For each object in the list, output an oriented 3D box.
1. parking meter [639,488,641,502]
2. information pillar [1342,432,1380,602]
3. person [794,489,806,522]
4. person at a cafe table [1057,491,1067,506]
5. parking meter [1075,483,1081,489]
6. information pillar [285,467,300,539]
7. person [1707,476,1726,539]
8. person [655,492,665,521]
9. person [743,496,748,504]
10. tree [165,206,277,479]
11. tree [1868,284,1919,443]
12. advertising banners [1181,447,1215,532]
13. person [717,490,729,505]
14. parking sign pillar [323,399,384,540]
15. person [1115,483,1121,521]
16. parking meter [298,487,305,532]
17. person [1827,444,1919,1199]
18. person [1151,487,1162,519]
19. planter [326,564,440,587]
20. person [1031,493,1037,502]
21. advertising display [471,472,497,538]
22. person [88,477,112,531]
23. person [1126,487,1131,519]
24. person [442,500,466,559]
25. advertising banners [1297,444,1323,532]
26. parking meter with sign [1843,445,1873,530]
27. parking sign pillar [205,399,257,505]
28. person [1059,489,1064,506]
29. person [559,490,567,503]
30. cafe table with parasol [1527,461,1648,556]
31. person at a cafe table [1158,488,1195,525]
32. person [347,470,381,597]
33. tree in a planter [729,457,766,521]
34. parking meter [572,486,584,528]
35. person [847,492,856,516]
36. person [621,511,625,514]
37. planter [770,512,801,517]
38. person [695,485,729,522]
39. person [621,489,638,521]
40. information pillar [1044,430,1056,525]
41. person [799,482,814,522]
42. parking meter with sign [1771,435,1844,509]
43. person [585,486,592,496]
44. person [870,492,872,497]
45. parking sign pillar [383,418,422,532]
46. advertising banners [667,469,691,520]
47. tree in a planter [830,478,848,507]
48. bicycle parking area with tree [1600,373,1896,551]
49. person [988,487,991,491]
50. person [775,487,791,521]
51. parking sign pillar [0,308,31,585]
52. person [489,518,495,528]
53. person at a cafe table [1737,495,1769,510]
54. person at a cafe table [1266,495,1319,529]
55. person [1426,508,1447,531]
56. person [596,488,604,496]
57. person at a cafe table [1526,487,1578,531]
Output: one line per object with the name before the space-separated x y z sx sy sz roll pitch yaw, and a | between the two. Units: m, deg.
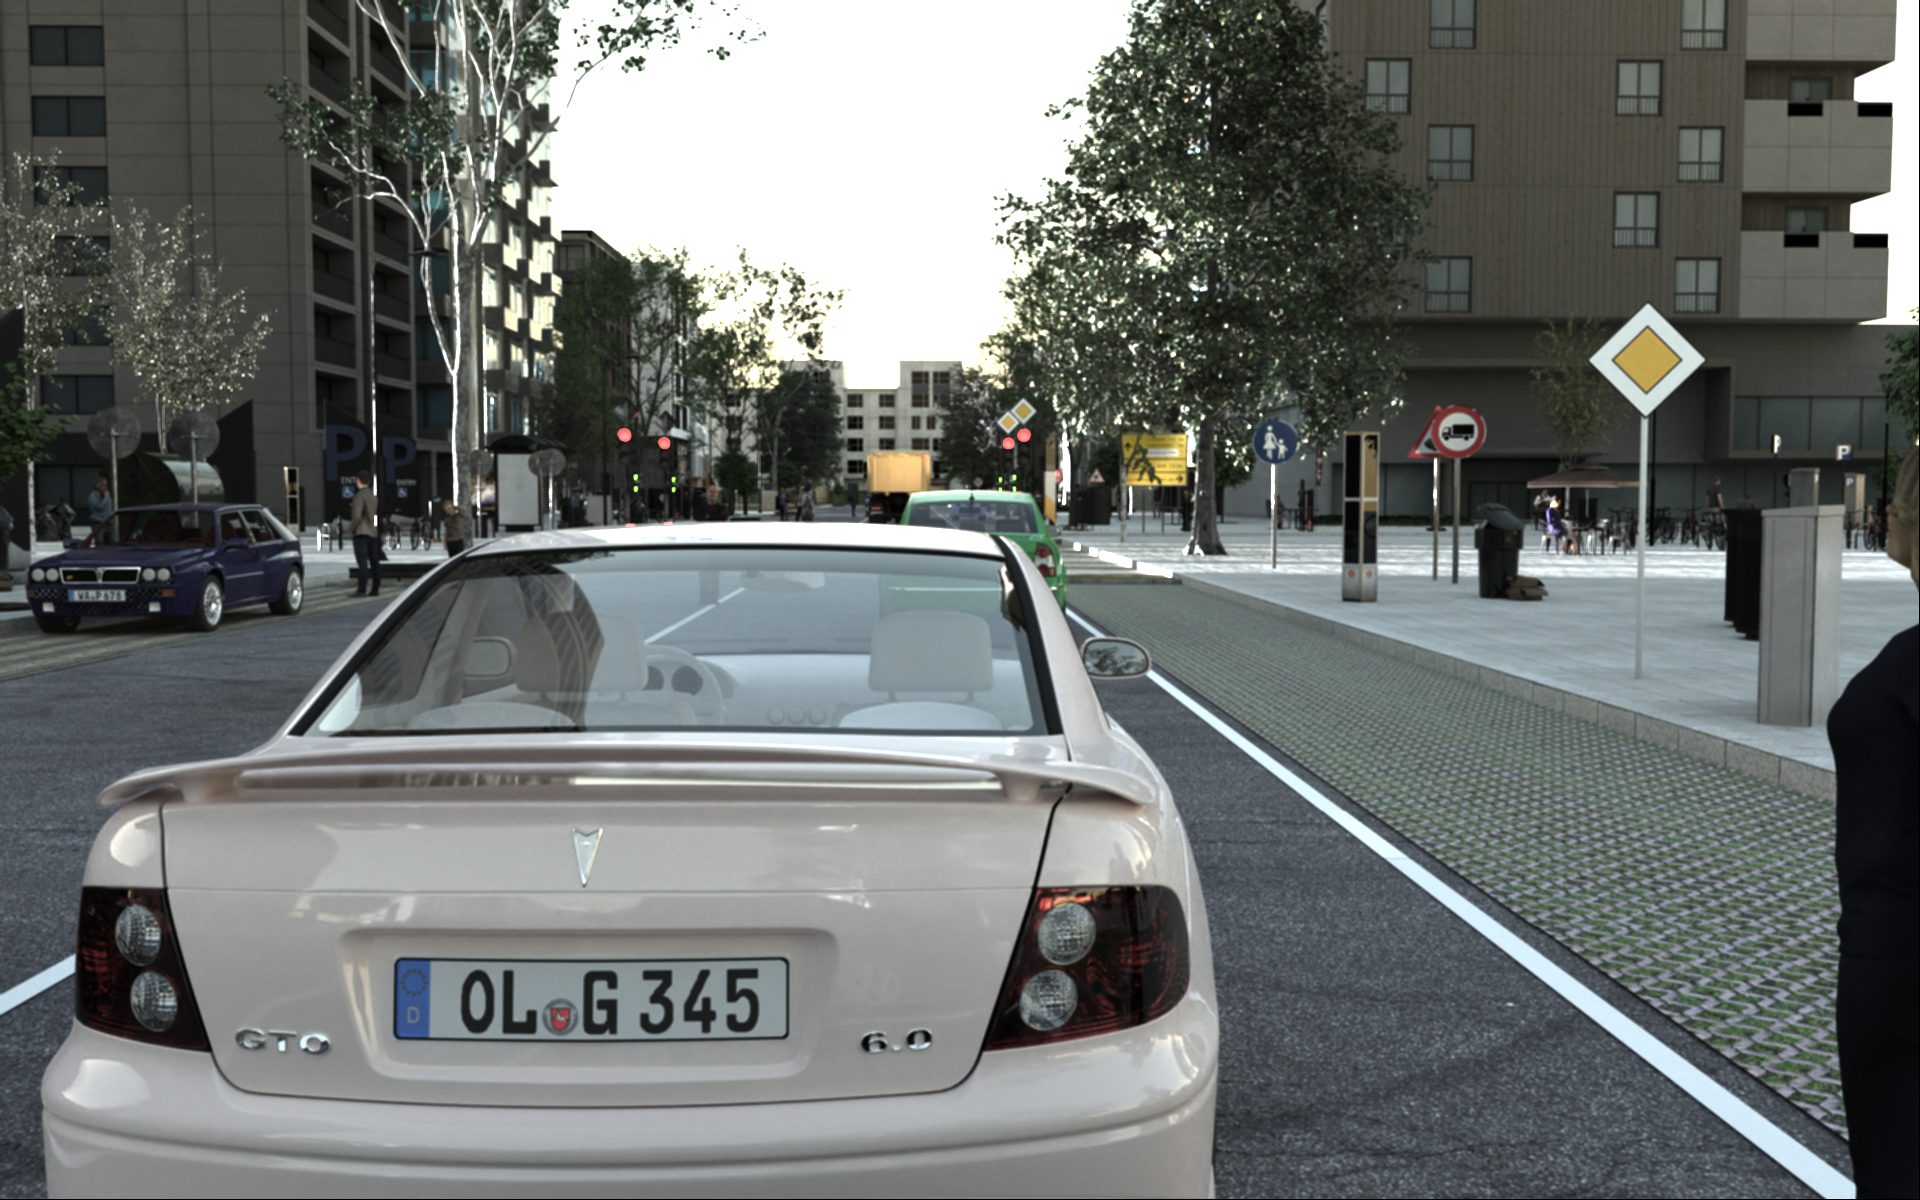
parking meter | -16.230 -4.960 86.814 0.399 1.863 0.255 1 4 20
information pillar | 4.770 -0.987 20.624 0.304 2.012 0.304 -2 4 -35
person | -6.314 -3.585 68.581 0.566 1.644 0.517 -2 4 -31
person at a cafe table | 7.154 -7.385 129.263 1.622 1.524 1.698 1 4 11
parking meter | 6.449 -5.442 94.680 0.399 1.863 0.255 1 4 22
information pillar | -18.490 -2.658 47.951 0.304 2.012 0.304 -2 4 -30
person | 21.682 -2.657 49.620 0.434 1.807 0.598 0 4 -4
person | -13.899 -4.382 80.870 0.799 1.438 0.628 1 4 15
person | -19.721 -9.344 159.550 0.721 1.736 1.217 -2 4 -32
tree | -19.930 -5.722 43.920 4.360 8.622 3.978 0 3 0
tree | 12.666 -2.254 20.571 4.285 4.588 4.351 0 3 0
advertising banners | 8.261 -3.897 59.909 0.090 3.025 2.074 3 5 41
person | -19.433 -8.296 142.398 1.217 1.735 0.721 -1 4 -17
parking sign pillar | -17.275 -3.700 48.969 1.447 3.967 1.447 0 4 -8
person | 7.553 -4.681 82.701 0.434 1.807 0.598 2 4 33
parking meter | -22.411 -3.077 58.720 0.372 1.533 0.369 0 3 0
person | 1.448 0.530 2.380 0.613 1.512 0.480 2 4 28
person | 9.967 -4.990 87.757 0.434 1.807 0.598 -3 4 -38
planter | -8.704 -0.382 27.392 1.991 0.319 1.994 0 4 -2
person | 5.438 -7.310 127.263 0.593 1.614 0.444 3 5 41
advertising display | -13.898 -2.753 50.227 0.123 1.923 0.974 3 5 43
person | -13.343 -1.149 27.040 0.429 1.552 0.499 3 5 40
person | 8.456 -5.002 88.385 0.434 1.755 0.990 -1 4 -21
person | -7.597 -0.838 26.107 0.435 1.345 0.340 0 4 3
advertising banners | 11.953 -3.847 59.092 0.090 3.025 2.074 -1 4 -10
parking meter with sign | 31.945 -4.008 61.792 1.738 3.016 0.543 -2 4 -35
parking sign pillar | -20.668 -3.707 49.074 1.447 3.967 1.447 -1 4 -12
person | 10.458 -10.422 176.973 0.617 1.759 0.750 -1 4 -22
person | -24.039 -5.903 104.827 0.482 1.546 0.388 1 4 16
cafe table with parasol | 13.251 -1.939 36.574 2.610 1.966 2.610 0 4 5
person at a cafe table | 9.378 -3.935 72.857 1.622 1.524 1.698 -1 4 -15
person | -8.410 -0.924 24.134 0.750 1.759 0.617 2 4 30
tree in a planter | -10.244 -5.236 82.838 1.991 3.239 1.994 0 4 -2
parking meter | -12.654 -2.991 57.314 0.372 1.533 0.369 0 3 0
person | -6.854 -6.137 110.713 0.662 1.594 0.647 2 4 35
person | -12.349 -3.080 64.324 0.347 0.859 0.695 -3 4 -36
planter | -10.998 -5.426 109.860 1.991 0.319 1.994 0 4 -2
person | -3.187 -0.710 22.386 0.482 1.546 0.388 -1 4 -10
person | -12.069 -3.457 63.389 0.655 1.722 0.431 2 4 33
information pillar | 3.302 -4.405 63.379 0.504 3.616 0.183 -2 4 -35
person | -3.989 -2.193 45.081 0.376 1.734 0.841 0 4 -7
parking meter with sign | 24.590 -3.313 50.434 1.738 3.016 0.543 3 5 45
person | -22.034 -5.873 102.786 0.376 1.734 0.841 2 4 24
person | -6.385 -7.091 126.657 0.590 1.554 0.614 -2 4 -32
parking sign pillar | -19.132 -4.320 59.098 1.447 3.967 1.447 -3 5 -41
advertising banners | -14.037 -5.485 85.870 0.090 3.025 2.074 2 4 32
tree in a planter | -13.161 -11.631 187.385 1.991 3.239 1.994 0 4 -2
bicycle parking area with tree | 19.666 -3.372 42.136 8.231 4.147 9.016 2 4 28
person | 2.014 -6.671 115.811 0.504 1.737 0.576 1 4 8
person | -6.831 -3.507 66.659 0.655 1.722 0.431 3 4 36
parking sign pillar | -13.920 -2.211 24.623 1.447 3.967 1.447 1 4 13
person | -17.707 -3.524 65.369 0.444 1.614 0.593 1 4 16
person at a cafe table | 30.023 -3.344 65.529 1.726 1.238 1.698 -3 4 -37
person at a cafe table | 12.073 -3.259 64.144 1.726 1.238 1.698 -2 4 -35
person | 16.477 -2.789 59.936 0.859 0.850 0.655 2 4 24
person | -26.849 -7.494 129.281 0.576 1.737 0.504 -3 5 -44
person at a cafe table | 20.817 -3.219 61.147 1.698 1.524 1.622 -1 4 -20
